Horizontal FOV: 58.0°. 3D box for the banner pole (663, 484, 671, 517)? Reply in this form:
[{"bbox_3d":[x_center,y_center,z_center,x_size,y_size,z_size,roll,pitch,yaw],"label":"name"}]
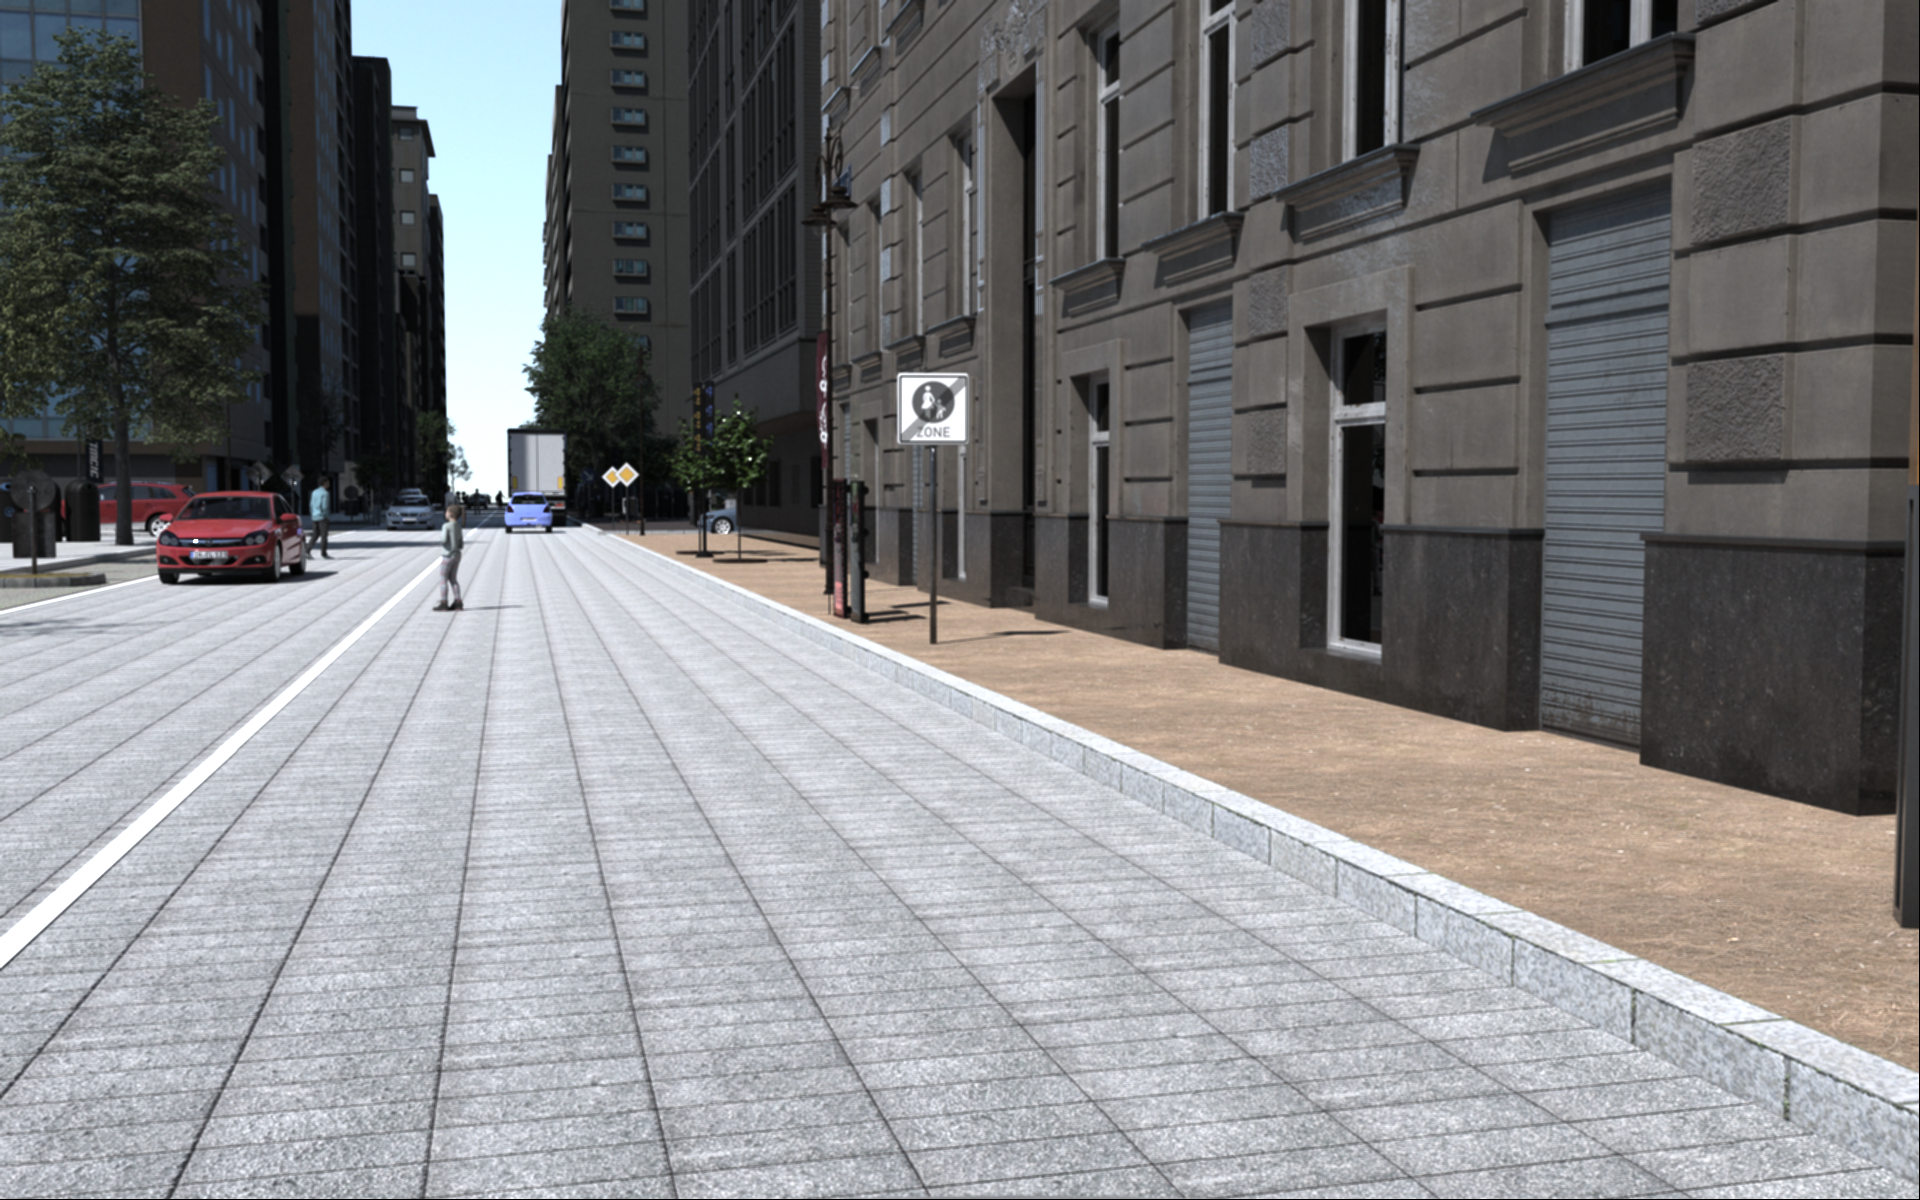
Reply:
[{"bbox_3d":[-15.547,-6.217,91.670,0.401,3.779,0.863,2,4,25],"label":"banner pole"}]

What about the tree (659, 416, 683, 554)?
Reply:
[{"bbox_3d":[-5.543,-2.592,36.973,1.663,3.219,1.824,0,3,0],"label":"tree"}]

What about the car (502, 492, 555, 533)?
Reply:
[{"bbox_3d":[-16.089,-3.364,64.588,1.945,1.707,3.694,-1,4,-14],"label":"car"}]

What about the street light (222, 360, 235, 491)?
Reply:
[{"bbox_3d":[-24.882,-5.270,58.950,0.468,5.910,1.993,-1,4,-14],"label":"street light"}]

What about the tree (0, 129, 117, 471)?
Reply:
[{"bbox_3d":[-19.126,-5.101,33.770,4.737,8.622,4.395,0,3,0],"label":"tree"}]

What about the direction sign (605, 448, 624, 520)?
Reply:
[{"bbox_3d":[-17.223,-5.732,85.721,0.876,3.537,0.379,2,4,34],"label":"direction sign"}]

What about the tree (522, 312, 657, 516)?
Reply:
[{"bbox_3d":[-21.003,-10.640,99.720,9.928,11.665,9.643,0,3,0],"label":"tree"}]

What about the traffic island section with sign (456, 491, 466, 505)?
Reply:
[{"bbox_3d":[-74.889,-15.476,261.653,1.989,1.847,2.006,-1,4,-14],"label":"traffic island section with sign"}]

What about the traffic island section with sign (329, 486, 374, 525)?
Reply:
[{"bbox_3d":[-28.476,-4.437,81.178,1.989,1.847,2.006,-1,4,-14],"label":"traffic island section with sign"}]

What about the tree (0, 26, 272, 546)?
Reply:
[{"bbox_3d":[-21.336,-7.644,43.114,7.486,12.596,7.792,0,3,0],"label":"tree"}]

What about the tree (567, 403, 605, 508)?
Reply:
[{"bbox_3d":[-29.845,-11.348,135.903,4.360,8.622,3.978,0,3,0],"label":"tree"}]

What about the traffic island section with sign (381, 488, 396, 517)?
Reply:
[{"bbox_3d":[-35.270,-6.051,107.555,1.989,1.847,2.006,-1,4,-14],"label":"traffic island section with sign"}]

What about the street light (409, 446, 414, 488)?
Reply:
[{"bbox_3d":[-51.857,-11.699,164.061,0.468,5.910,1.993,-1,4,-14],"label":"street light"}]

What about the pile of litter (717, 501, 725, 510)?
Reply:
[{"bbox_3d":[-14.593,-5.682,106.872,1.719,0.858,1.176,2,4,27],"label":"pile of litter"}]

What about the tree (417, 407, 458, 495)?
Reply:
[{"bbox_3d":[-63.614,-17.095,205.264,9.928,11.665,9.643,0,3,0],"label":"tree"}]

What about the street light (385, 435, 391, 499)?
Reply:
[{"bbox_3d":[-43.960,-9.819,133.335,0.468,5.910,1.993,-1,4,-14],"label":"street light"}]

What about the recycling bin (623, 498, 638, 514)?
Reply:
[{"bbox_3d":[-20.961,-5.966,110.102,0.722,1.027,0.722,1,4,17],"label":"recycling bin"}]

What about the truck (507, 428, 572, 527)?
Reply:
[{"bbox_3d":[-19.267,-5.536,79.425,2.839,4.237,11.283,-1,4,-13],"label":"truck"}]

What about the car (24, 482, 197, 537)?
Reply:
[{"bbox_3d":[-26.452,-2.793,54.343,5.304,1.827,2.281,-1,4,-12],"label":"car"}]

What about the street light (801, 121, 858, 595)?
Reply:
[{"bbox_3d":[-1.661,-3.010,21.994,0.468,5.910,1.993,-1,4,-14],"label":"street light"}]

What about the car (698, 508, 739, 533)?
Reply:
[{"bbox_3d":[-6.825,-2.940,60.079,4.499,1.417,2.014,-1,4,-14],"label":"car"}]

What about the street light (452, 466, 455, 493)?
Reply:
[{"bbox_3d":[-80.081,-18.416,273.880,0.468,5.910,1.993,-1,4,-14],"label":"street light"}]

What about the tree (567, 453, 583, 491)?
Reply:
[{"bbox_3d":[-26.788,-8.485,122.438,4.285,4.588,4.351,0,3,0],"label":"tree"}]

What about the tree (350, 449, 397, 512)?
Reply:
[{"bbox_3d":[-42.627,-8.694,125.859,4.285,4.588,4.351,0,3,0],"label":"tree"}]

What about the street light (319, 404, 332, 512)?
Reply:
[{"bbox_3d":[-32.569,-7.111,89.045,0.468,5.910,1.993,-1,4,-14],"label":"street light"}]

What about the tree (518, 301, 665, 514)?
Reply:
[{"bbox_3d":[-24.090,-12.633,113.207,9.857,13.997,8.962,0,3,0],"label":"tree"}]

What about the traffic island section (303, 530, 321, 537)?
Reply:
[{"bbox_3d":[-22.828,-2.262,59.265,2.009,0.180,2.903,-1,4,-14],"label":"traffic island section"}]

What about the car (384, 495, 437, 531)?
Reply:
[{"bbox_3d":[-21.889,-3.491,69.085,2.014,1.417,4.499,-1,4,-15],"label":"car"}]

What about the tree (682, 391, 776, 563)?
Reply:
[{"bbox_3d":[-4.281,-2.319,32.510,1.663,3.219,1.824,0,3,0],"label":"tree"}]

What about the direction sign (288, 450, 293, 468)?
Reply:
[{"bbox_3d":[-34.204,-5.907,88.570,0.379,3.537,0.876,0,4,-8],"label":"direction sign"}]

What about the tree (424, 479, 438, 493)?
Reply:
[{"bbox_3d":[-60.756,-12.455,198.243,1.663,3.219,1.824,0,3,0],"label":"tree"}]

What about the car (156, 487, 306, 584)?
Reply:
[{"bbox_3d":[-12.231,-1.233,29.206,2.155,1.783,4.494,-1,4,-13],"label":"car"}]

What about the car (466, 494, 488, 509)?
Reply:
[{"bbox_3d":[-46.733,-9.535,167.695,2.131,1.459,4.920,-1,4,-13],"label":"car"}]

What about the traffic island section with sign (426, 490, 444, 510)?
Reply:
[{"bbox_3d":[-47.736,-9.017,156.061,1.989,1.847,2.006,-1,4,-14],"label":"traffic island section with sign"}]

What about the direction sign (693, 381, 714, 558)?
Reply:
[{"bbox_3d":[-5.173,-2.631,35.008,0.379,3.537,0.876,-2,4,-35],"label":"direction sign"}]

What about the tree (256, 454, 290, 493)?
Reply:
[{"bbox_3d":[-30.801,-5.043,77.047,1.663,3.219,1.824,0,3,0],"label":"tree"}]

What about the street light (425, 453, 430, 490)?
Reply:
[{"bbox_3d":[-59.802,-13.573,194.703,0.468,5.910,1.993,-1,4,-14],"label":"street light"}]

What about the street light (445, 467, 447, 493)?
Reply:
[{"bbox_3d":[-72.326,-16.576,243.803,0.468,5.910,1.993,-1,4,-14],"label":"street light"}]

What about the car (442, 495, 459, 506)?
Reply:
[{"bbox_3d":[-58.089,-11.327,197.194,2.014,1.417,4.499,-1,4,-13],"label":"car"}]

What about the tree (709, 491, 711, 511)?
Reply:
[{"bbox_3d":[-18.279,-10.786,126.705,4.360,8.622,3.978,0,3,0],"label":"tree"}]

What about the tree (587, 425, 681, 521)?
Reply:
[{"bbox_3d":[-14.666,-6.058,82.755,4.285,4.588,4.351,0,3,0],"label":"tree"}]

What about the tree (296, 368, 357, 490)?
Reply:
[{"bbox_3d":[-37.030,-9.174,100.363,4.360,8.622,3.978,0,3,0],"label":"tree"}]

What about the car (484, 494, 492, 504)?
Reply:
[{"bbox_3d":[-66.859,-14.271,243.557,2.015,1.641,3.980,-1,4,-15],"label":"car"}]

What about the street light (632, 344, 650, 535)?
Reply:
[{"bbox_3d":[-9.861,-4.943,53.601,0.468,5.910,1.993,-1,4,-14],"label":"street light"}]

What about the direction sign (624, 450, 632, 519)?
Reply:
[{"bbox_3d":[-17.326,-5.991,89.944,0.876,3.537,0.379,2,4,34],"label":"direction sign"}]

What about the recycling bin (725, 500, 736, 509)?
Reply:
[{"bbox_3d":[-10.485,-4.145,80.324,0.722,1.027,0.722,-1,4,-18],"label":"recycling bin"}]

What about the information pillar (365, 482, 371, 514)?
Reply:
[{"bbox_3d":[-37.470,-6.432,109.662,0.304,2.012,0.304,-2,4,-28],"label":"information pillar"}]

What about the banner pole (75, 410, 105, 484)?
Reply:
[{"bbox_3d":[-25.289,-3.684,50.254,0.863,3.779,0.401,-2,4,-31],"label":"banner pole"}]

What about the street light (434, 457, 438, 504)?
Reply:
[{"bbox_3d":[-64.638,-14.726,213.550,0.468,5.910,1.993,-1,4,-14],"label":"street light"}]

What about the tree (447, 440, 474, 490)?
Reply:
[{"bbox_3d":[-83.896,-21.479,285.596,7.601,10.594,8.767,-1,4,-18],"label":"tree"}]

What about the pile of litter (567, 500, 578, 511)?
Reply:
[{"bbox_3d":[-29.659,-7.239,132.326,1.719,0.858,1.176,1,4,11],"label":"pile of litter"}]

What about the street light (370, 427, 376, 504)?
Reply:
[{"bbox_3d":[-40.348,-8.950,119.117,0.468,5.910,1.993,-1,4,-14],"label":"street light"}]

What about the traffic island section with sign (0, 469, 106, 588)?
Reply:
[{"bbox_3d":[-14.565,-1.128,27.070,1.989,1.847,2.006,-1,4,-14],"label":"traffic island section with sign"}]
